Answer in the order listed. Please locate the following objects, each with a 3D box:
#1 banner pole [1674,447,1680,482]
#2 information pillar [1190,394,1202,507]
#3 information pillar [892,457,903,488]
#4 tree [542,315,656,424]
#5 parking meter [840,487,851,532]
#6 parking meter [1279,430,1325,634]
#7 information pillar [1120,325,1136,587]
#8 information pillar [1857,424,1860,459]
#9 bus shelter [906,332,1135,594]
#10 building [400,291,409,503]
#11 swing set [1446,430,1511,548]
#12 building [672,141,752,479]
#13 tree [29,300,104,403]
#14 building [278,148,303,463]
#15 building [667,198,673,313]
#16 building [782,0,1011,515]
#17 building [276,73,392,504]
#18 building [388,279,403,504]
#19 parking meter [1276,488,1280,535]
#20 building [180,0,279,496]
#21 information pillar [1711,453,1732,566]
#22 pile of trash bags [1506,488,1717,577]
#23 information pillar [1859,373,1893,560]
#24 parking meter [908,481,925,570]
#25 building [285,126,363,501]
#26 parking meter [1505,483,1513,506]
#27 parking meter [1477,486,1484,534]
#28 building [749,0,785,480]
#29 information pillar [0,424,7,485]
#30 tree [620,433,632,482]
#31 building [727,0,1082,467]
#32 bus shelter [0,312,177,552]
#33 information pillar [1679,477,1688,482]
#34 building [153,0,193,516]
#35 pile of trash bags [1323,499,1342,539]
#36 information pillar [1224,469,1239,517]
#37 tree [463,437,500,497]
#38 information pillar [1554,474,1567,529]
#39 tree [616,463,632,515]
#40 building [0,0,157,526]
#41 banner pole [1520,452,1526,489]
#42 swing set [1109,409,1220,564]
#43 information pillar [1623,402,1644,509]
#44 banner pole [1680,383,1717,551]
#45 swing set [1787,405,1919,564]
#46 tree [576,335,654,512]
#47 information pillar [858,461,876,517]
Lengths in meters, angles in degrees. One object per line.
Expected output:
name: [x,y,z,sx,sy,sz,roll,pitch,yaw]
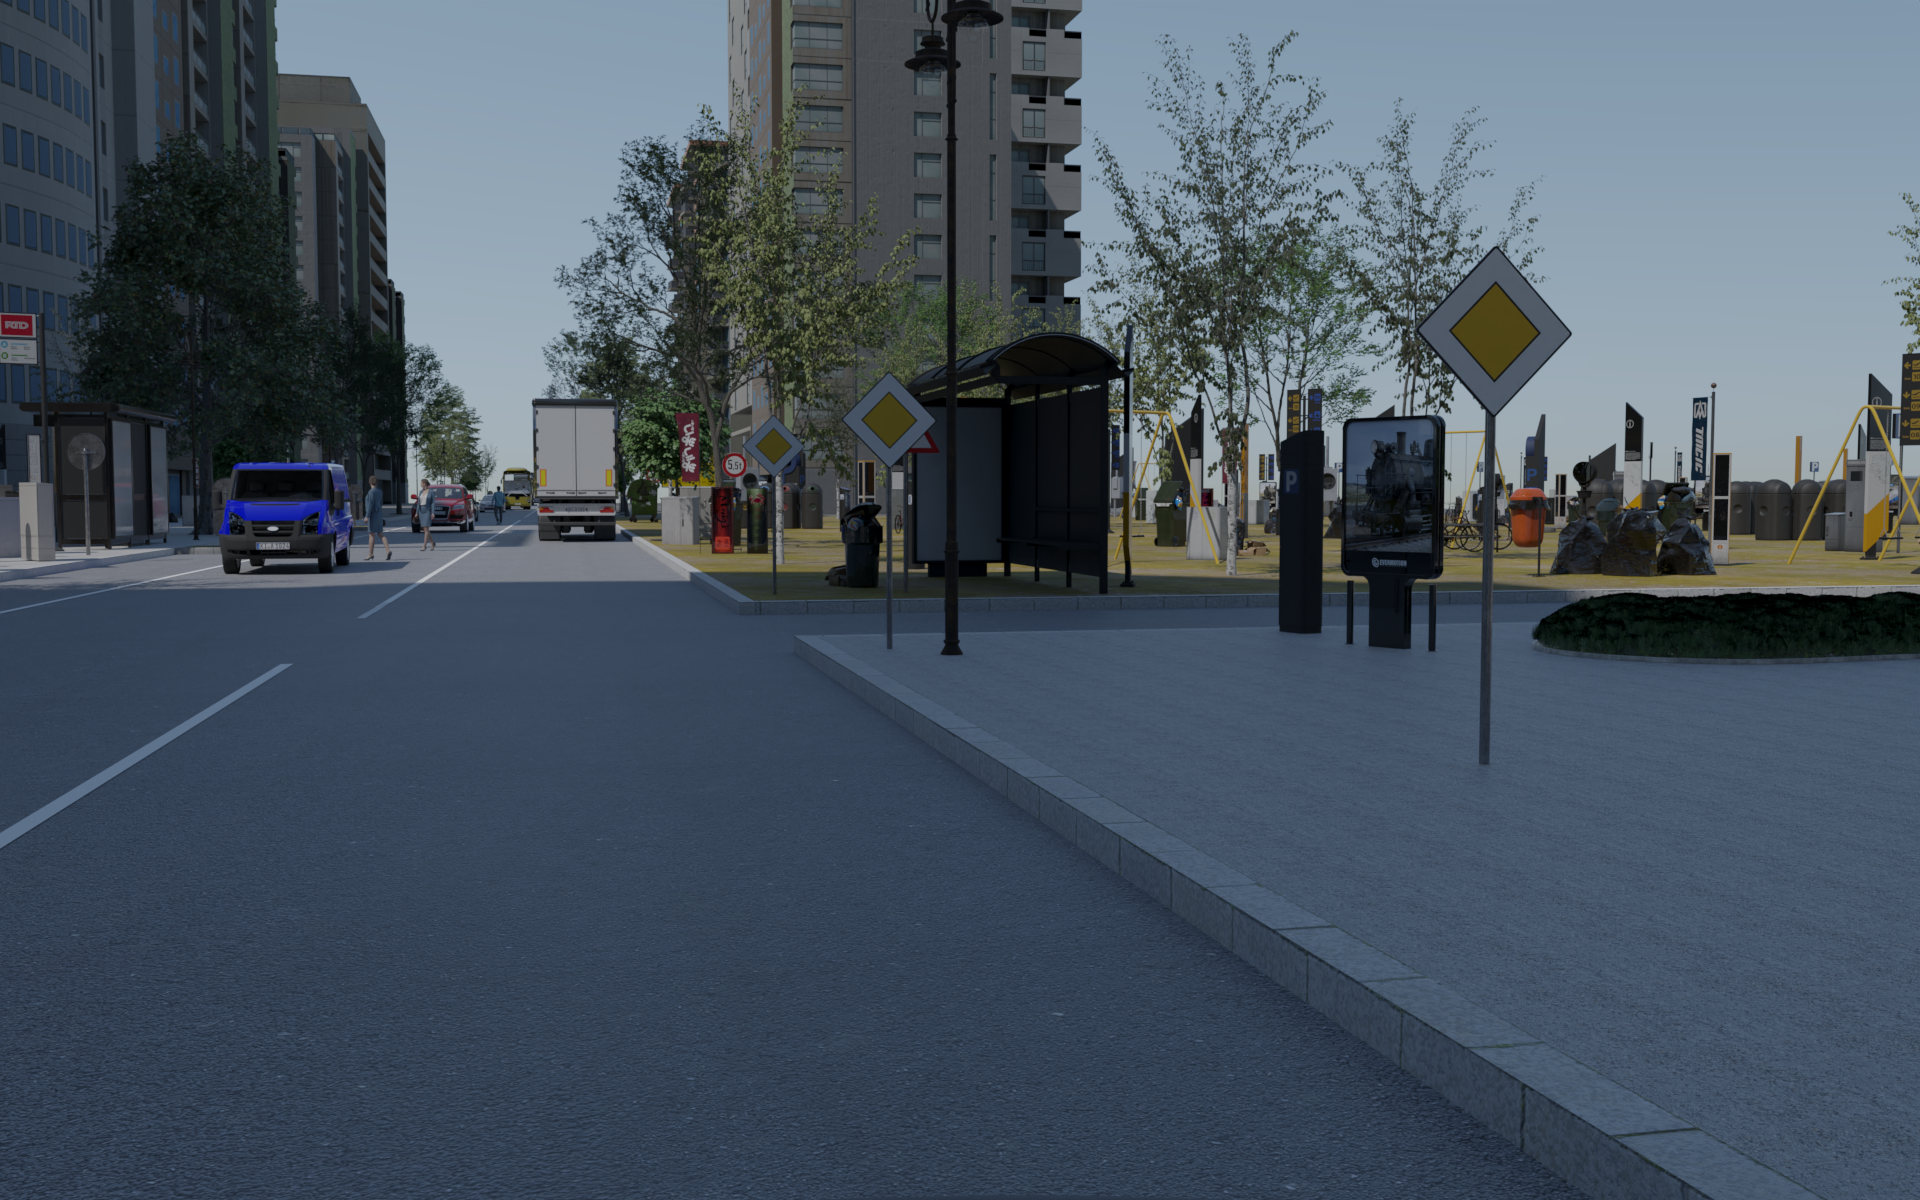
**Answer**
banner pole: [37.765,-6.187,91.181,0.401,3.779,0.863,-1,4,-10]
information pillar: [5.569,-3.029,40.877,0.183,3.616,0.504,-1,4,-14]
information pillar: [-2.340,-4.555,65.822,0.504,3.616,0.183,-1,4,-10]
tree: [-35.910,-19.817,179.897,12.611,20.169,13.585,0,3,0]
parking meter: [-3.901,-3.082,58.794,0.372,1.533,0.369,0,3,0]
parking meter: [3.157,-0.632,16.043,0.255,1.863,0.399,-2,4,-26]
information pillar: [2.313,-1.987,23.836,0.183,3.616,0.504,1,4,11]
information pillar: [30.108,-4.070,57.896,0.504,3.616,0.183,-3,5,-40]
bus shelter: [0.596,-1.861,24.356,2.014,3.302,5.546,-1,4,-13]
building: [-83.269,-28.382,235.744,14.160,30.474,14.107,-1,4,-13]
swing set: [12.098,-2.797,43.348,2.862,2.851,3.119,-3,4,-38]
building: [-22.761,-34.163,213.183,22.147,44.769,28.867,-1,4,-13]
tree: [-31.496,-6.901,63.190,4.360,8.622,3.978,0,3,0]
building: [-60.724,-22.349,137.100,14.160,30.474,14.107,-1,4,-13]
building: [-29.197,-35.881,241.272,22.147,44.769,28.867,-1,4,-13]
building: [-4.932,-26.374,114.811,14.154,41.232,14.086,-1,4,-13]
building: [-79.294,-35.454,203.373,21.300,48.544,21.600,-1,4,-13]
building: [-80.106,-27.543,222.021,14.160,30.474,14.107,-1,4,-13]
parking meter: [10.001,-2.772,53.734,0.372,1.533,0.369,0,3,0]
building: [-56.673,-26.877,123.026,14.154,41.232,14.086,-1,4,-13]
information pillar: [13.603,-1.619,30.958,0.304,2.012,0.304,1,4,23]
pile of trash bags: [10.177,-1.088,27.543,3.447,1.369,1.912,-1,4,-22]
information pillar: [17.838,-2.589,33.681,0.504,3.616,0.183,-1,4,-9]
parking meter: [-0.783,-1.295,29.579,0.372,1.533,0.369,0,3,0]
building: [-72.938,-30.776,186.779,14.154,41.232,14.086,-1,4,-13]
parking meter: [28.525,-5.154,89.978,0.255,1.863,0.399,3,5,43]
parking meter: [18.140,-3.161,60.092,0.372,1.533,0.369,0,3,0]
building: [-7.870,-29.259,128.496,14.600,45.320,14.200,-1,4,-13]
information pillar: [-32.234,-4.095,58.311,0.504,3.616,0.183,3,4,38]
tree: [-42.950,-17.557,204.071,9.611,12.733,9.660,0,3,0]
building: [-5.394,-34.325,150.456,28.713,52.752,27.495,-1,4,-13]
bus shelter: [-20.680,-3.879,41.046,2.179,5.291,8.768,-1,4,-13]
information pillar: [31.285,-4.309,74.951,0.304,2.012,0.304,3,4,36]
building: [-51.393,-27.198,94.794,14.600,45.320,14.200,-1,4,-13]
pile of trash bags: [11.806,-2.399,48.973,1.912,1.369,3.447,-1,4,-20]
information pillar: [8.015,-2.855,51.179,0.304,2.012,0.304,-3,5,-42]
tree: [-61.204,-16.388,218.307,4.360,8.622,3.978,0,3,0]
information pillar: [21.848,-3.578,62.991,0.304,2.012,0.304,-1,4,-10]
tree: [-20.751,-6.795,105.707,1.663,3.219,1.824,0,3,0]
building: [-46.550,-32.197,68.427,21.231,58.520,28.212,-1,4,-13]
banner pole: [33.554,-6.910,103.000,0.401,3.779,0.863,-3,5,-39]
swing set: [2.878,-2.111,32.138,3.119,2.851,2.862,-3,4,-37]
information pillar: [17.074,-3.217,43.955,0.183,3.616,0.504,-3,4,-37]
banner pole: [16.861,-3.011,39.249,0.401,3.779,0.863,-1,4,-20]
swing set: [17.031,-2.051,31.151,3.119,2.851,2.862,-2,4,-31]
tree: [-24.559,-12.592,124.009,7.486,12.596,7.792,0,3,0]
information pillar: [-2.057,-2.068,38.311,0.304,2.012,0.304,-2,4,-27]
